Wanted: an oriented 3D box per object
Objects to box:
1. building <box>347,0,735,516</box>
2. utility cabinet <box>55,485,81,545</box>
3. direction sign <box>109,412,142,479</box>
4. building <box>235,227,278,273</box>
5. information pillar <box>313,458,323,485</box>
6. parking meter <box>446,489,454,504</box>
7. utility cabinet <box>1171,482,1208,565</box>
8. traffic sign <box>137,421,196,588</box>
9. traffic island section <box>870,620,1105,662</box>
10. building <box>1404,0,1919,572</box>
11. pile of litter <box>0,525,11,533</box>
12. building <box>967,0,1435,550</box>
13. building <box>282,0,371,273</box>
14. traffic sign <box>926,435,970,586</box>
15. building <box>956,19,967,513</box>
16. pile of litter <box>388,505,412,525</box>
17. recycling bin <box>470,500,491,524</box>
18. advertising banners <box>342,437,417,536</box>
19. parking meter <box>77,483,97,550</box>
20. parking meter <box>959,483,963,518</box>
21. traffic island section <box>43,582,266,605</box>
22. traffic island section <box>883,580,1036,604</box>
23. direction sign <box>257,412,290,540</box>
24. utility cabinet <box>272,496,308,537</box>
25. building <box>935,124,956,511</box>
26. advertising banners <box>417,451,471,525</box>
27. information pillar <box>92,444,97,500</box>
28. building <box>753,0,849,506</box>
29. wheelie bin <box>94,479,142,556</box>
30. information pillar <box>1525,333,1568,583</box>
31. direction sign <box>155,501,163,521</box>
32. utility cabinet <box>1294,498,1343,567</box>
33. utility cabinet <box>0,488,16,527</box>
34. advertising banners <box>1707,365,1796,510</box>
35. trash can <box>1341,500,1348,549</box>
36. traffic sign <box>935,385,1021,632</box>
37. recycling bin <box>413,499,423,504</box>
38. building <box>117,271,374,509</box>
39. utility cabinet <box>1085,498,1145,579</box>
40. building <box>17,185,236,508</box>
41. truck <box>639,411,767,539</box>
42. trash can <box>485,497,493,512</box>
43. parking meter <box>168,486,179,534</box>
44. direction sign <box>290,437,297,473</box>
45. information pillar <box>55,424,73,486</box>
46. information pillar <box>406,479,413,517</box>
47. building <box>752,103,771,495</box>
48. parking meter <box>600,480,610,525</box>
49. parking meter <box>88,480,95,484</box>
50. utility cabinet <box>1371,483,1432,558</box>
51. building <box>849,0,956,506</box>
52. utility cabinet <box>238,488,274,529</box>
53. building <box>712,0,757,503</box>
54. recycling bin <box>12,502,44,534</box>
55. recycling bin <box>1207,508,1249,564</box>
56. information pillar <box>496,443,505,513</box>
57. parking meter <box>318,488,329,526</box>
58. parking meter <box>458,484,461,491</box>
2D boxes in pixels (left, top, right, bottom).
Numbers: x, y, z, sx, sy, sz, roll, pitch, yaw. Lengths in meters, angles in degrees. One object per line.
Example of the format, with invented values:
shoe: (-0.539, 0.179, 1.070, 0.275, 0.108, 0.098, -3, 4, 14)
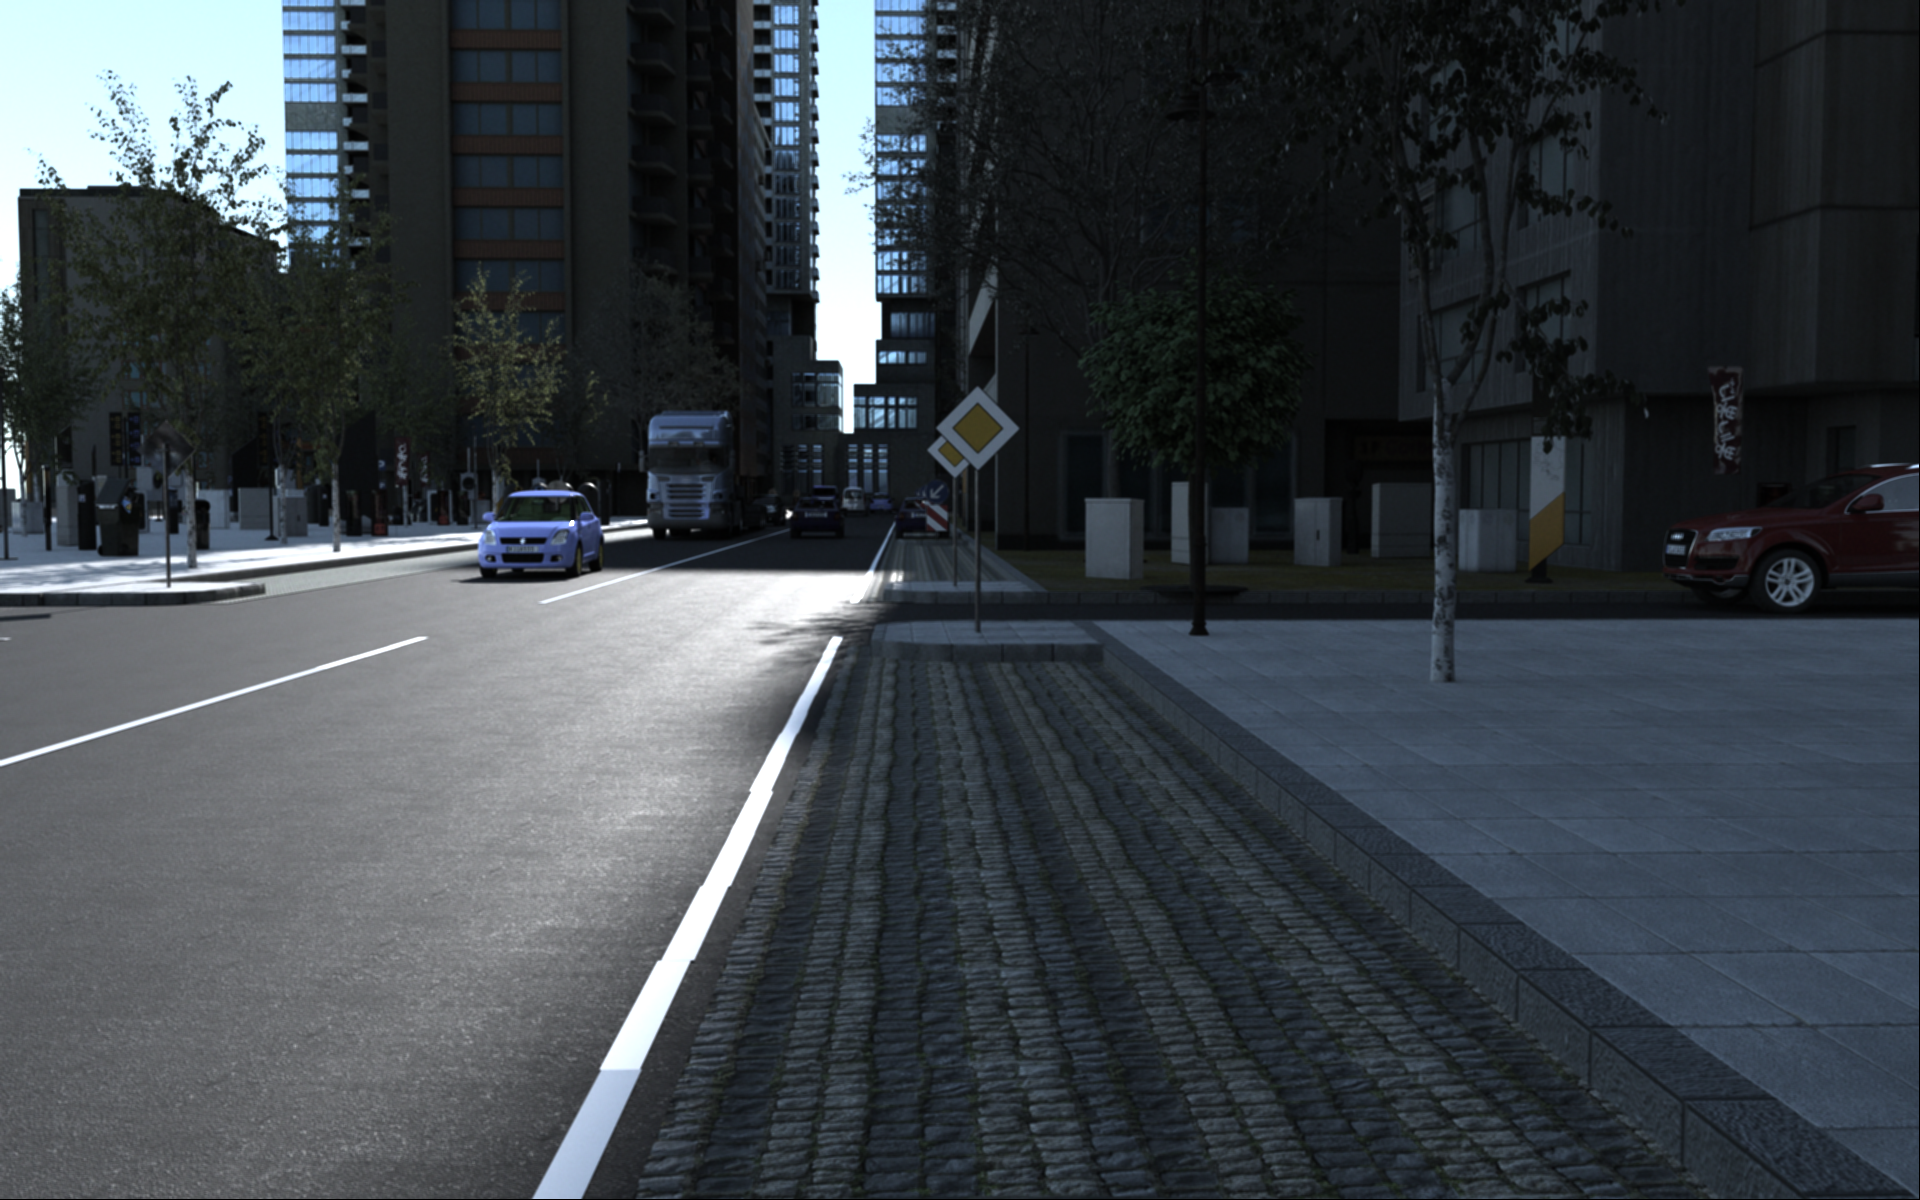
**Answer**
building: (-26.550, -27.990, 112.256, 22.147, 44.769, 28.867, 0, 4, -2)
utility cabinet: (-22.129, -2.104, 43.074, 0.318, 1.500, 1.173, -1, 4, -9)
direction sign: (-23.077, -3.422, 47.953, 0.876, 3.537, 0.379, 0, 4, 5)
building: (-82.812, -25.403, 187.033, 14.107, 30.474, 14.160, 0, 4, -2)
information pillar: (-34.136, -6.171, 92.244, 0.504, 3.616, 0.183, -1, 4, -22)
parking meter: (-25.937, -4.872, 88.061, 0.372, 1.533, 0.369, 0, 3, 0)
utility cabinet: (4.179, -1.394, 31.477, 0.318, 1.500, 1.173, -1, 4, -11)
traffic sign: (-10.862, -1.228, 23.723, 0.795, 2.450, 0.064, 0, 4, -2)
traffic island section: (0.186, 0.377, 16.114, 2.009, 0.180, 2.903, 0, 4, -2)
building: (16.755, -21.221, 30.562, 14.086, 41.232, 14.154, 0, 4, -2)
pile of litter: (-32.210, -2.645, 57.219, 1.176, 0.858, 1.719, 3, 5, 40)
building: (11.186, -26.004, 48.872, 21.300, 48.544, 21.600, 0, 4, -2)
building: (-60.397, -53.682, 190.373, 31.000, 86.520, 22.319, 0, 4, -2)
traffic sign: (-0.072, -1.246, 24.018, 0.795, 2.450, 0.064, 0, 4, -2)
building: (10.249, -35.111, 116.068, 21.231, 58.520, 28.212, 0, 4, -2)
pile of litter: (-23.402, -3.518, 71.486, 1.719, 0.858, 1.176, -3, 4, -37)
recycling bin: (-20.678, -3.801, 74.695, 0.722, 1.027, 0.722, 0, 4, -4)
advertising banners: (-17.729, -3.459, 52.740, 2.074, 3.025, 0.090, 0, 4, -7)
parking meter: (-20.048, -1.917, 39.758, 0.372, 1.533, 0.369, 0, 3, 0)
parking meter: (0.133, -5.393, 93.887, 0.255, 1.863, 0.399, -3, 4, -37)
traffic island section: (-10.885, -0.092, 23.784, 2.009, 0.180, 2.903, 0, 4, -2)
traffic island section: (-0.048, -0.111, 24.096, 2.009, 0.180, 2.903, 0, 4, -2)
direction sign: (-19.156, -3.431, 48.099, 0.379, 3.537, 0.876, 1, 4, 19)
utility cabinet: (-20.180, -2.510, 52.198, 0.306, 1.237, 1.020, 2, 4, 32)
building: (5.234, -22.418, 138.237, 14.160, 30.474, 14.107, 0, 4, -2)
advertising banners: (-21.173, -4.577, 71.016, 2.074, 3.025, 0.090, -1, 4, -15)
information pillar: (-40.540, -5.492, 81.149, 0.183, 3.616, 0.504, -1, 4, -15)
building: (-28.653, -53.730, 191.152, 31.000, 86.520, 22.319, 0, 4, -2)
wheelie bin: (-17.460, -1.714, 35.933, 0.980, 1.594, 0.693, 1, 4, 20)
information pillar: (8.435, -2.050, 24.875, 0.504, 3.616, 0.183, 2, 4, 35)
direction sign: (-37.748, -5.473, 81.485, 0.379, 3.537, 0.876, -1, 4, -14)
utility cabinet: (6.421, -1.221, 31.121, 0.306, 1.237, 1.020, -2, 4, -27)
utility cabinet: (-37.301, -3.579, 67.203, 0.318, 1.500, 1.173, 3, 4, 37)
advertising banners: (11.174, -1.683, 23.702, 2.074, 3.025, 0.090, 0, 4, -5)
trash can: (8.319, -1.661, 38.810, 0.748, 1.137, 0.748, 0, 3, 0)
traffic sign: (0.163, -0.758, 16.036, 0.795, 2.450, 0.064, 0, 4, -2)
recycling bin: (-26.253, -4.322, 83.219, 0.722, 1.027, 0.722, 0, 4, -4)
building: (-56.776, -19.259, 159.931, 28.899, 21.520, 27.650, 0, 4, -2)
utility cabinet: (2.362, -0.936, 26.463, 0.306, 1.237, 1.020, -3, 4, -38)
building: (-79.467, -24.118, 166.035, 14.107, 30.474, 14.160, 0, 4, -2)
truck: (-8.761, -4.404, 61.770, 2.967, 4.110, 18.799, 0, 4, -2)
trash can: (-24.058, -4.723, 88.875, 0.748, 1.137, 0.748, 0, 3, 0)
parking meter: (-25.473, -2.909, 55.969, 0.372, 1.533, 0.369, 0, 3, 0)
direction sign: (-26.861, -4.719, 69.146, 0.876, 3.537, 0.379, -2, 4, -35)
information pillar: (-29.944, -4.074, 57.960, 0.504, 3.616, 0.183, -3, 4, -37)
information pillar: (-26.030, -4.722, 81.700, 0.304, 2.012, 0.304, 2, 4, 34)
building: (-29.751, -28.488, 157.656, 23.993, 40.220, 32.217, 0, 4, -2)
parking meter: (-14.533, -3.986, 70.887, 0.255, 1.863, 0.399, 1, 4, 12)
parking meter: (-36.553, -4.110, 72.908, 0.255, 1.863, 0.399, -2, 4, -27)
utility cabinet: (8.822, -1.588, 34.647, 1.173, 1.500, 0.318, -1, 4, -17)
building: (2.331, -53.789, 192.125, 31.000, 86.520, 22.319, 0, 4, -2)
utility cabinet: (-25.319, -3.283, 62.352, 1.173, 1.500, 0.318, -2, 4, -31)
building: (-23.427, -29.608, 134.203, 14.600, 45.320, 14.200, 0, 4, -2)
recycling bin: (-30.180, -2.662, 56.076, 0.722, 1.027, 0.722, 3, 5, 39)
recycling bin: (4.923, -1.184, 31.919, 0.722, 1.027, 0.722, 0, 4, 2)
information pillar: (-20.818, -5.326, 78.435, 0.183, 3.616, 0.504, 2, 4, 23)
parking meter: (-25.341, -3.703, 68.962, 0.372, 1.533, 0.369, 0, 3, 0)
parking meter: (-26.541, -5.300, 92.374, 0.399, 1.863, 0.255, -1, 4, -8)
